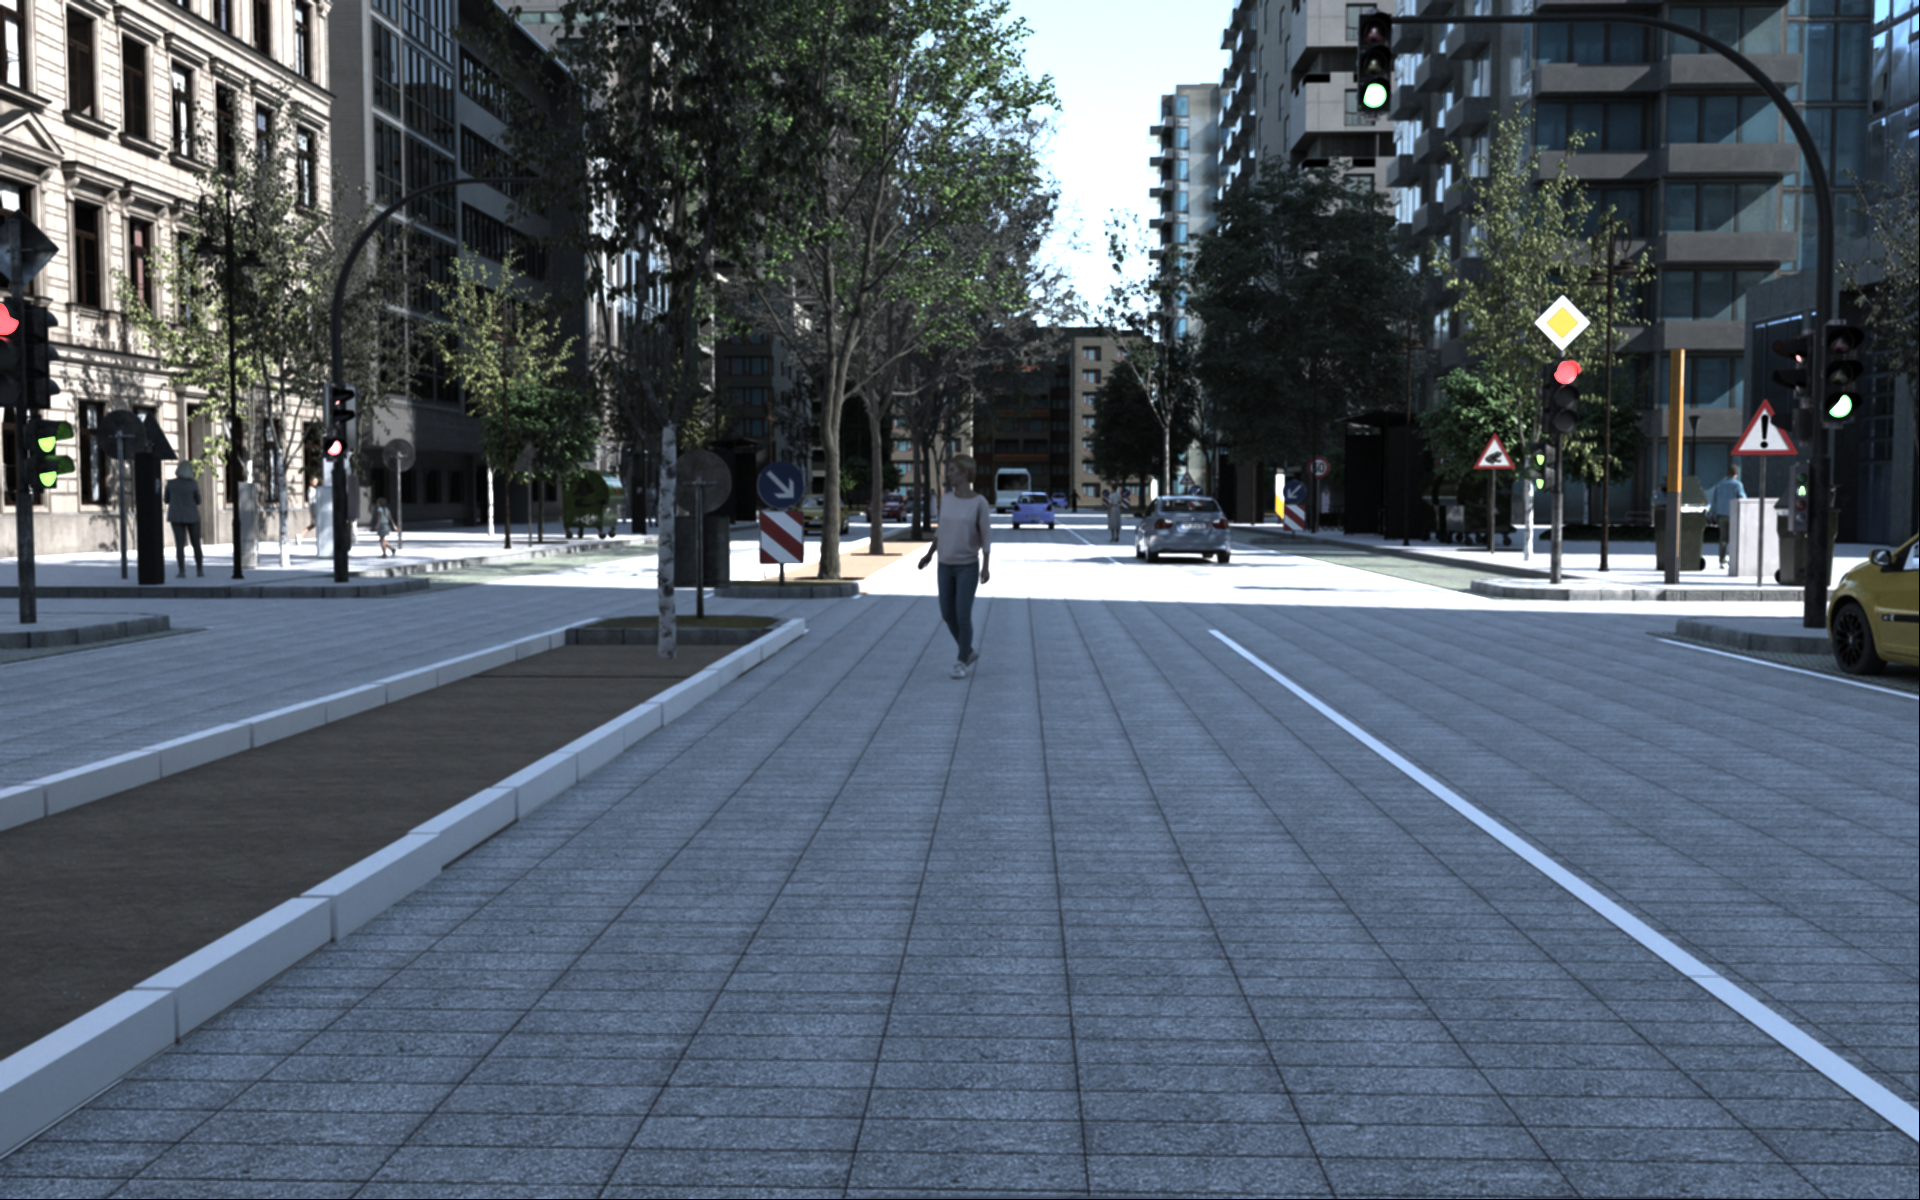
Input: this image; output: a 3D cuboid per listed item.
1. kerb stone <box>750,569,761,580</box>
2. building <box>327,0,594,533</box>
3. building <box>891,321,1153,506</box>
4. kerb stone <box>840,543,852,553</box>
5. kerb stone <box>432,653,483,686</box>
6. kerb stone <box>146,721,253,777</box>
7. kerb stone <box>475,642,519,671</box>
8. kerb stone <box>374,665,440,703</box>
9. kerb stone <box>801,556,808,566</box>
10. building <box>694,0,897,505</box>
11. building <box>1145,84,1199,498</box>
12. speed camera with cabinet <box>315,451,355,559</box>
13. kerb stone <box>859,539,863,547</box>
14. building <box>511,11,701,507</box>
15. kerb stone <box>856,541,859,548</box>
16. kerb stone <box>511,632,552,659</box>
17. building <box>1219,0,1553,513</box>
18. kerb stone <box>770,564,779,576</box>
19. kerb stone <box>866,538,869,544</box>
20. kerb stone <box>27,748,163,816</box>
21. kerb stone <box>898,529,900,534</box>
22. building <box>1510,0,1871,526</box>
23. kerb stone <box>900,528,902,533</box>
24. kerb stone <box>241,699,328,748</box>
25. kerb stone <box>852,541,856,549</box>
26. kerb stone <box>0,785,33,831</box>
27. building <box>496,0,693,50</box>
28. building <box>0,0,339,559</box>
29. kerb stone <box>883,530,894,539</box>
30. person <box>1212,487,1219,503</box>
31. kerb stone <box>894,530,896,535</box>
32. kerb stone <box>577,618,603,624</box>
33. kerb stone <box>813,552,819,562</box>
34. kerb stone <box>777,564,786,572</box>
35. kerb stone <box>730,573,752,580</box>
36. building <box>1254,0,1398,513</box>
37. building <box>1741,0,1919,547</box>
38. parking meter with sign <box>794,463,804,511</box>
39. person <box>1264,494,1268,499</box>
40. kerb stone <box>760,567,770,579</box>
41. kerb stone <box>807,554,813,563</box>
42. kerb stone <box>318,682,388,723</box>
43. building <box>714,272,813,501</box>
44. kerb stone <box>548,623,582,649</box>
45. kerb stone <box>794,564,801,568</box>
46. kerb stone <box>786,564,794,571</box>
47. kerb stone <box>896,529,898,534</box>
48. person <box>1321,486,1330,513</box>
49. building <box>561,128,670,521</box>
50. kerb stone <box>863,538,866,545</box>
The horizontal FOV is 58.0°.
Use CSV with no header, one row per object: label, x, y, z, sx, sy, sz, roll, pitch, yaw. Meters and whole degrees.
kerb stone,-3.405,-0.359,28.152,0.120,0.150,1.000,0,4,2
building,-24.910,-15.192,67.448,14.314,24.678,30.058,0,4,2
building,7.240,-22.016,204.997,28.899,21.520,27.650,0,4,2
kerb stone,-2.881,-1.302,43.545,0.120,0.150,1.000,0,4,2
kerb stone,-3.901,0.544,13.297,0.120,0.150,1.000,0,4,2
kerb stone,-4.046,0.796,9.183,0.120,0.150,1.000,0,4,2
kerb stone,-3.875,0.486,14.319,0.120,0.150,1.000,0,4,2
kerb stone,-3.934,0.607,12.276,0.120,0.150,1.000,0,4,2
kerb stone,-3.193,-0.740,34.325,0.120,0.150,1.000,0,4,2
building,-18.214,-46.632,200.689,20.611,71.187,20.563,0,4,2
building,36.841,-35.583,201.386,30.456,49.044,23.786,0,4,2
speed camera with cabinet,-12.707,-2.503,35.254,0.660,3.252,2.038,-1,4,-14
kerb stone,-2.784,-1.494,46.619,0.120,0.150,1.000,0,4,2
building,-24.408,-20.561,107.878,14.160,30.474,14.107,0,4,2
kerb stone,-2.820,-1.431,45.597,0.120,0.150,1.000,0,4,2
kerb stone,-3.836,0.419,15.345,0.120,0.150,1.000,0,4,2
building,34.560,-32.512,151.181,23.786,49.044,30.456,0,4,2
kerb stone,-3.333,-0.487,30.205,0.120,0.150,1.000,0,4,2
kerb stone,-2.719,-1.619,48.674,0.120,0.150,1.000,0,4,2
kerb stone,-4.075,0.859,8.156,0.120,0.150,1.000,0,4,2
kerb stone,-2.302,-2.373,60.990,0.120,0.150,1.000,0,4,2
building,33.359,-28.343,83.010,23.786,49.044,30.456,0,4,2
kerb stone,-2.271,-2.435,62.013,0.120,0.150,1.000,0,4,2
kerb stone,-4.001,0.733,10.212,0.120,0.150,1.000,0,4,2
kerb stone,-2.848,-1.367,44.575,0.120,0.150,1.000,0,4,2
kerb stone,-4.114,0.923,7.135,0.120,0.150,1.000,0,4,2
building,-26.649,-41.979,124.615,20.563,71.187,20.611,0,4,2
building,-23.478,-10.876,42.453,10.561,19.102,19.286,0,4,2
kerb stone,-2.400,-2.184,57.910,0.120,0.150,1.000,0,4,2
person,20.480,-8.067,138.039,1.348,1.812,0.705,-1,4,-9
kerb stone,-2.369,-2.245,58.941,0.120,0.150,1.000,0,4,2
kerb stone,-3.762,0.293,17.402,0.120,0.150,1.000,0,4,2
kerb stone,-3.124,-0.867,36.371,0.120,0.150,1.000,0,4,2
kerb stone,-3.303,-0.552,31.226,0.120,0.150,1.000,0,4,2
kerb stone,-3.437,-0.301,27.118,0.120,0.150,1.000,0,4,2
building,36.086,-32.590,122.079,28.713,52.752,27.495,0,4,2
building,38.115,-44.547,41.018,31.000,86.520,22.319,0,4,2
parking meter with sign,-9.761,-6.240,98.291,1.738,3.016,0.543,1,4,10
person,17.729,-5.853,102.418,1.217,1.739,0.721,-1,4,-23
kerb stone,-3.368,-0.427,29.182,0.120,0.150,1.000,0,4,2
kerb stone,-3.170,-0.804,35.349,0.120,0.150,1.000,0,4,2
kerb stone,-3.971,0.675,11.242,0.120,0.150,1.000,0,4,2
building,-29.282,-18.977,155.320,28.899,21.520,27.650,0,4,2
kerb stone,-3.789,0.358,16.379,0.120,0.150,1.000,0,4,2
kerb stone,-3.234,-0.678,33.287,0.120,0.150,1.000,0,4,2
kerb stone,-3.264,-0.613,32.253,0.120,0.150,1.000,0,4,2
kerb stone,-2.327,-2.310,59.966,0.120,0.150,1.000,0,4,2
person,21.477,-5.810,101.698,0.551,1.740,0.621,-1,4,-9
building,-21.771,-14.828,91.586,9.793,20.994,18.267,0,4,2
kerb stone,-2.747,-1.553,47.641,0.120,0.150,1.000,0,4,2
